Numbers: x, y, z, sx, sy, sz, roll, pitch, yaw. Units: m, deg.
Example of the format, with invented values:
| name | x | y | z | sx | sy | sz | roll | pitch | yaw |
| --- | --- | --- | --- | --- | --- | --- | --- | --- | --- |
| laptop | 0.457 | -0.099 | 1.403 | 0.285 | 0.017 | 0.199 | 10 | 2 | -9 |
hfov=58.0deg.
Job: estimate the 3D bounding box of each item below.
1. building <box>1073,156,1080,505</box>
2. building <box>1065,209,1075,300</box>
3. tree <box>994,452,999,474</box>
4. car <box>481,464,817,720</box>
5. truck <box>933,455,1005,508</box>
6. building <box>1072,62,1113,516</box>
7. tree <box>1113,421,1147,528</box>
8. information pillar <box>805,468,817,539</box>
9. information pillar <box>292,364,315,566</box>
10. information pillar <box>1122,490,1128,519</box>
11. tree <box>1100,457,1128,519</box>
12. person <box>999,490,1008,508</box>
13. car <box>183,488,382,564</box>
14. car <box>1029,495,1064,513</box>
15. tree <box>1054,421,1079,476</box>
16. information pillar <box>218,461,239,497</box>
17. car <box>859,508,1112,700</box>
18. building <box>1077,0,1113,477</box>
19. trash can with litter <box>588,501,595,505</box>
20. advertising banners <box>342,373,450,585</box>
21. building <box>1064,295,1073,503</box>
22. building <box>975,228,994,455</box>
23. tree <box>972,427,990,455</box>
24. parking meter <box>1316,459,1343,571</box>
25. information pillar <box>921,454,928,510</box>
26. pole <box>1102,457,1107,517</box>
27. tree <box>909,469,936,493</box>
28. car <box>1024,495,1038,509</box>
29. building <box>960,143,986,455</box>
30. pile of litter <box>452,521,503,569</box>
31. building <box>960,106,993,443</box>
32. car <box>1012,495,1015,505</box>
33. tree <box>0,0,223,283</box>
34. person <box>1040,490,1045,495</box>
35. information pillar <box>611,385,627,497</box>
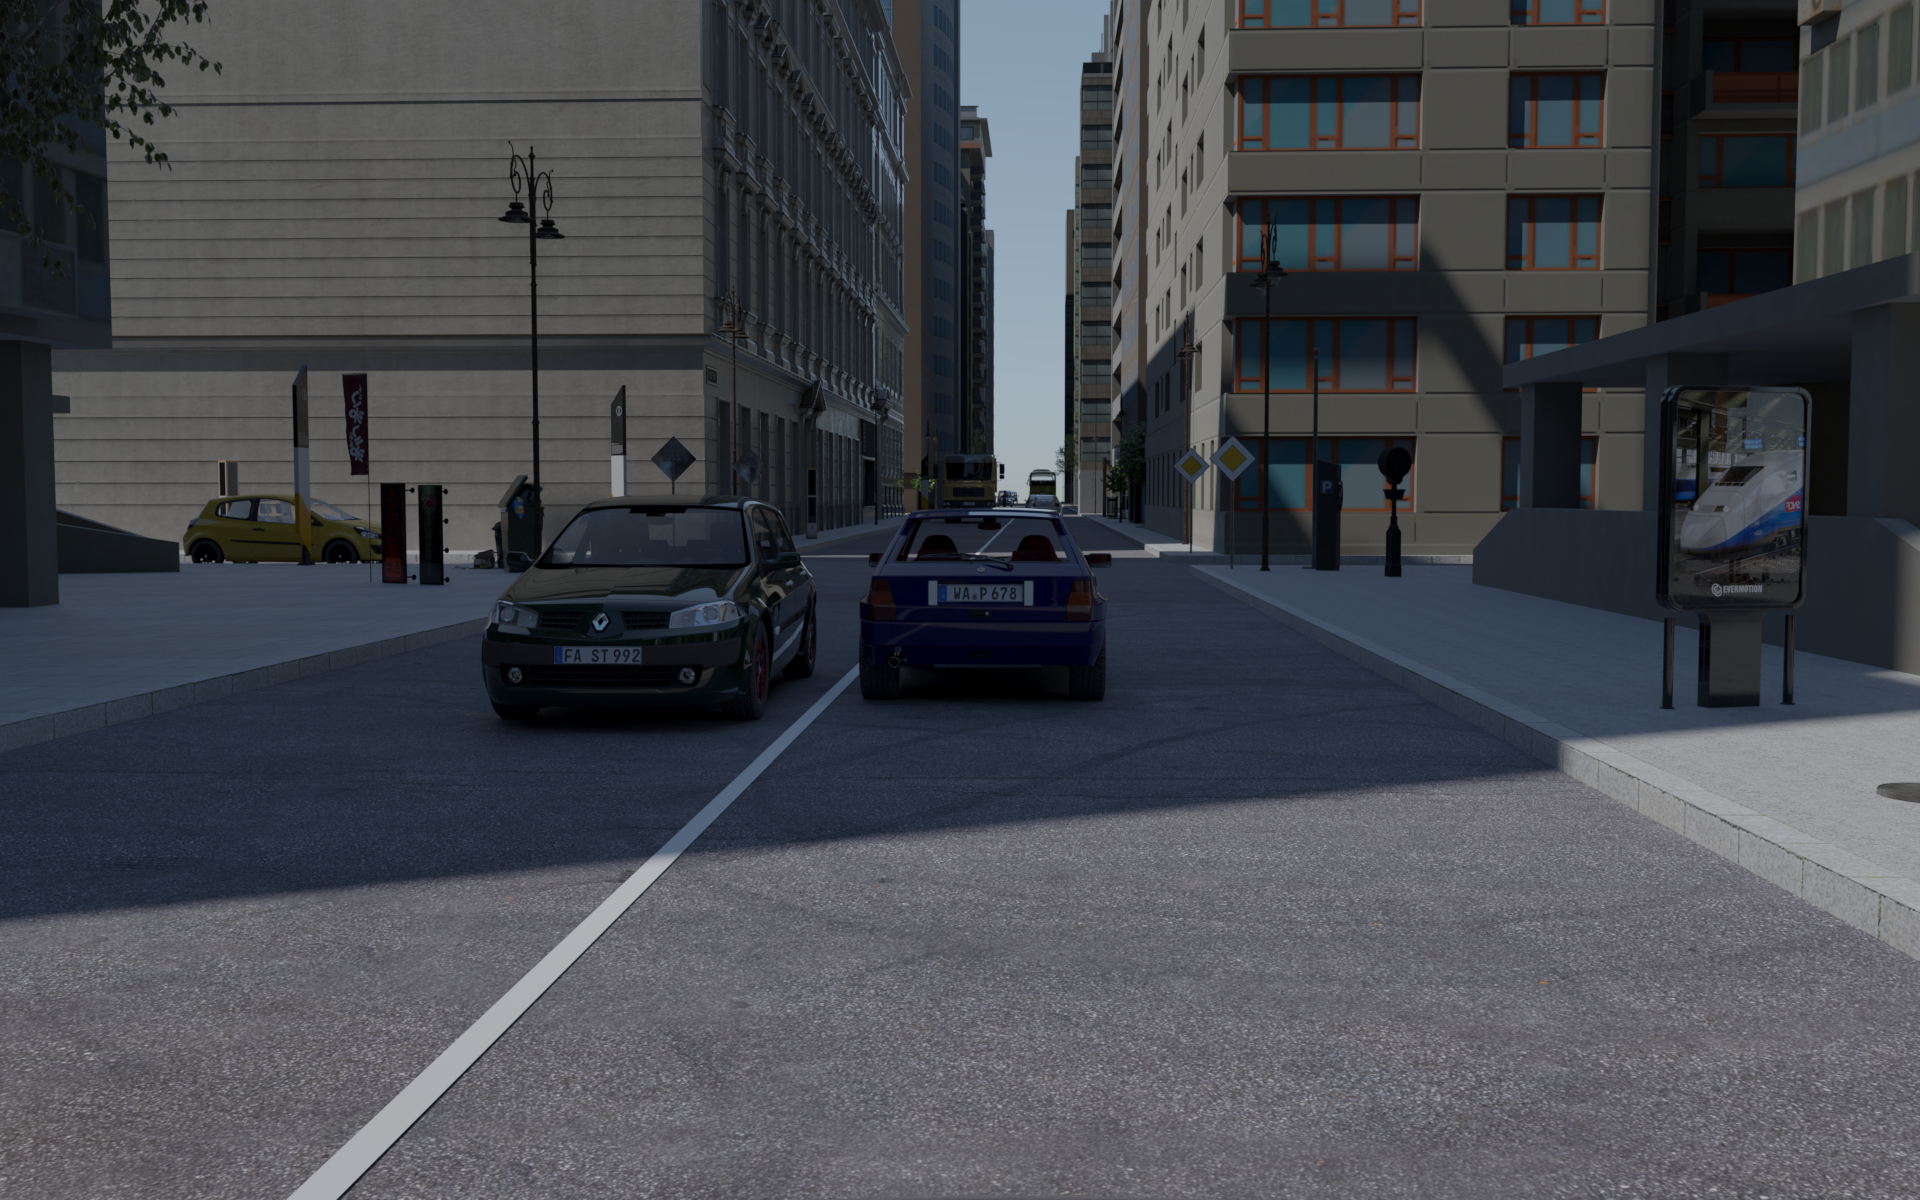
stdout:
| name | x | y | z | sx | sy | sz | roll | pitch | yaw |
| --- | --- | --- | --- | --- | --- | --- | --- | --- | --- |
| building | 20.946 | -32.305 | 211.773 | 14.154 | 41.232 | 14.086 | 0 | 4 | 3 |
| building | 22.979 | -37.545 | 263.977 | 14.600 | 45.320 | 14.200 | 0 | 4 | 3 |
| tree | 4.308 | -19.724 | 272.845 | 4.360 | 8.622 | 3.978 | 0 | 3 | 0 |
| car | -2.055 | -0.151 | 12.260 | 2.009 | 1.686 | 4.222 | 0 | 4 | 2 |
| truck | 0.548 | -5.592 | 87.358 | 3.469 | 3.379 | 9.791 | 0 | 4 | 2 |
| building | 15.195 | -21.264 | 119.368 | 14.160 | 30.474 | 14.107 | 0 | 4 | 3 |
| tree | 7.581 | -5.076 | 66.711 | 4.285 | 4.588 | 4.351 | 0 | 3 | 0 |
| information pillar | -4.246 | -2.752 | 49.481 | 0.304 | 2.012 | 0.304 | -1 | 4 | -13 |
| information pillar | -11.794 | -2.428 | 31.045 | 0.183 | 3.616 | 0.504 | 0 | 4 | 3 |
| information pillar | 8.656 | -5.259 | 90.471 | 0.304 | 2.012 | 0.304 | -3 | 4 | -38 |
| tree | 7.937 | -5.763 | 88.826 | 1.663 | 3.219 | 1.824 | 0 | 3 | 0 |
| person | 3.284 | -7.418 | 130.503 | 0.721 | 1.743 | 1.217 | -2 | 4 | -32 |
| car | -12.644 | -1.395 | 33.029 | 3.980 | 1.641 | 2.015 | 0 | 4 | 4 |
| car | 5.098 | -5.499 | 102.268 | 2.083 | 1.381 | 4.827 | 0 | 4 | 5 |
| tree | 13.970 | -16.091 | 197.502 | 7.601 | 10.594 | 8.767 | 3 | 5 | 41 |
| information pillar | -16.076 | -2.056 | 38.108 | 0.304 | 2.012 | 0.304 | 2 | 4 | 35 |
| car | 0.219 | -0.050 | 13.404 | 1.945 | 1.354 | 3.894 | 0 | 4 | 2 |
| building | 23.873 | -33.804 | 172.299 | 23.786 | 49.044 | 30.456 | 0 | 4 | 3 |
| trash can with litter | -5.661 | -1.033 | 28.274 | 0.624 | 1.170 | 1.055 | 2 | 4 | 31 |
| advertising banners | -8.090 | -1.747 | 24.751 | 2.074 | 3.025 | 0.090 | 2 | 4 | 30 |
| building | 22.106 | -29.273 | 250.311 | 14.160 | 30.474 | 14.107 | 0 | 4 | 3 |
| building | -2.041 | -35.294 | 260.658 | 14.154 | 41.232 | 14.086 | 0 | 4 | 3 |
| tree | 1.333 | -14.715 | 190.955 | 4.737 | 8.622 | 4.395 | 0 | 3 | 0 |
| parking meter | 6.195 | -1.427 | 29.041 | 0.399 | 1.863 | 0.255 | 2 | 4 | 29 |
| information pillar | -2.037 | -6.670 | 100.404 | 0.504 | 3.616 | 0.183 | -3 | 5 | -39 |
| pole | 8.046 | -6.272 | 96.386 | 0.158 | 3.312 | 0.155 | 0 | 3 | 0 |
| tree | -2.188 | -7.153 | 111.546 | 1.663 | 3.219 | 1.824 | 0 | 3 | 0 |
| car | 6.041 | -7.555 | 135.892 | 2.083 | 1.381 | 4.827 | 0 | 4 | 1 |
| building | -8.134 | -34.073 | 211.711 | 22.147 | 44.769 | 28.867 | 0 | 4 | 3 |
| pile of litter | -7.939 | -0.983 | 30.036 | 1.719 | 0.858 | 1.176 | -1 | 4 | -10 |
| building | -10.188 | -39.785 | 239.728 | 28.713 | 52.752 | 27.495 | 0 | 4 | 3 |
| car | 6.339 | -13.360 | 230.445 | 2.014 | 1.417 | 4.499 | 0 | 4 | 1 |
| tree | -6.835 | -3.741 | 11.521 | 4.360 | 8.622 | 3.978 | 0 | 3 | 0 |
| person | 6.330 | -7.521 | 132.413 | 0.756 | 1.711 | 0.436 | 2 | 4 | 30 |
| information pillar | -7.350 | -2.815 | 37.380 | 0.183 | 3.616 | 0.504 | -3 | 5 | -44 |
